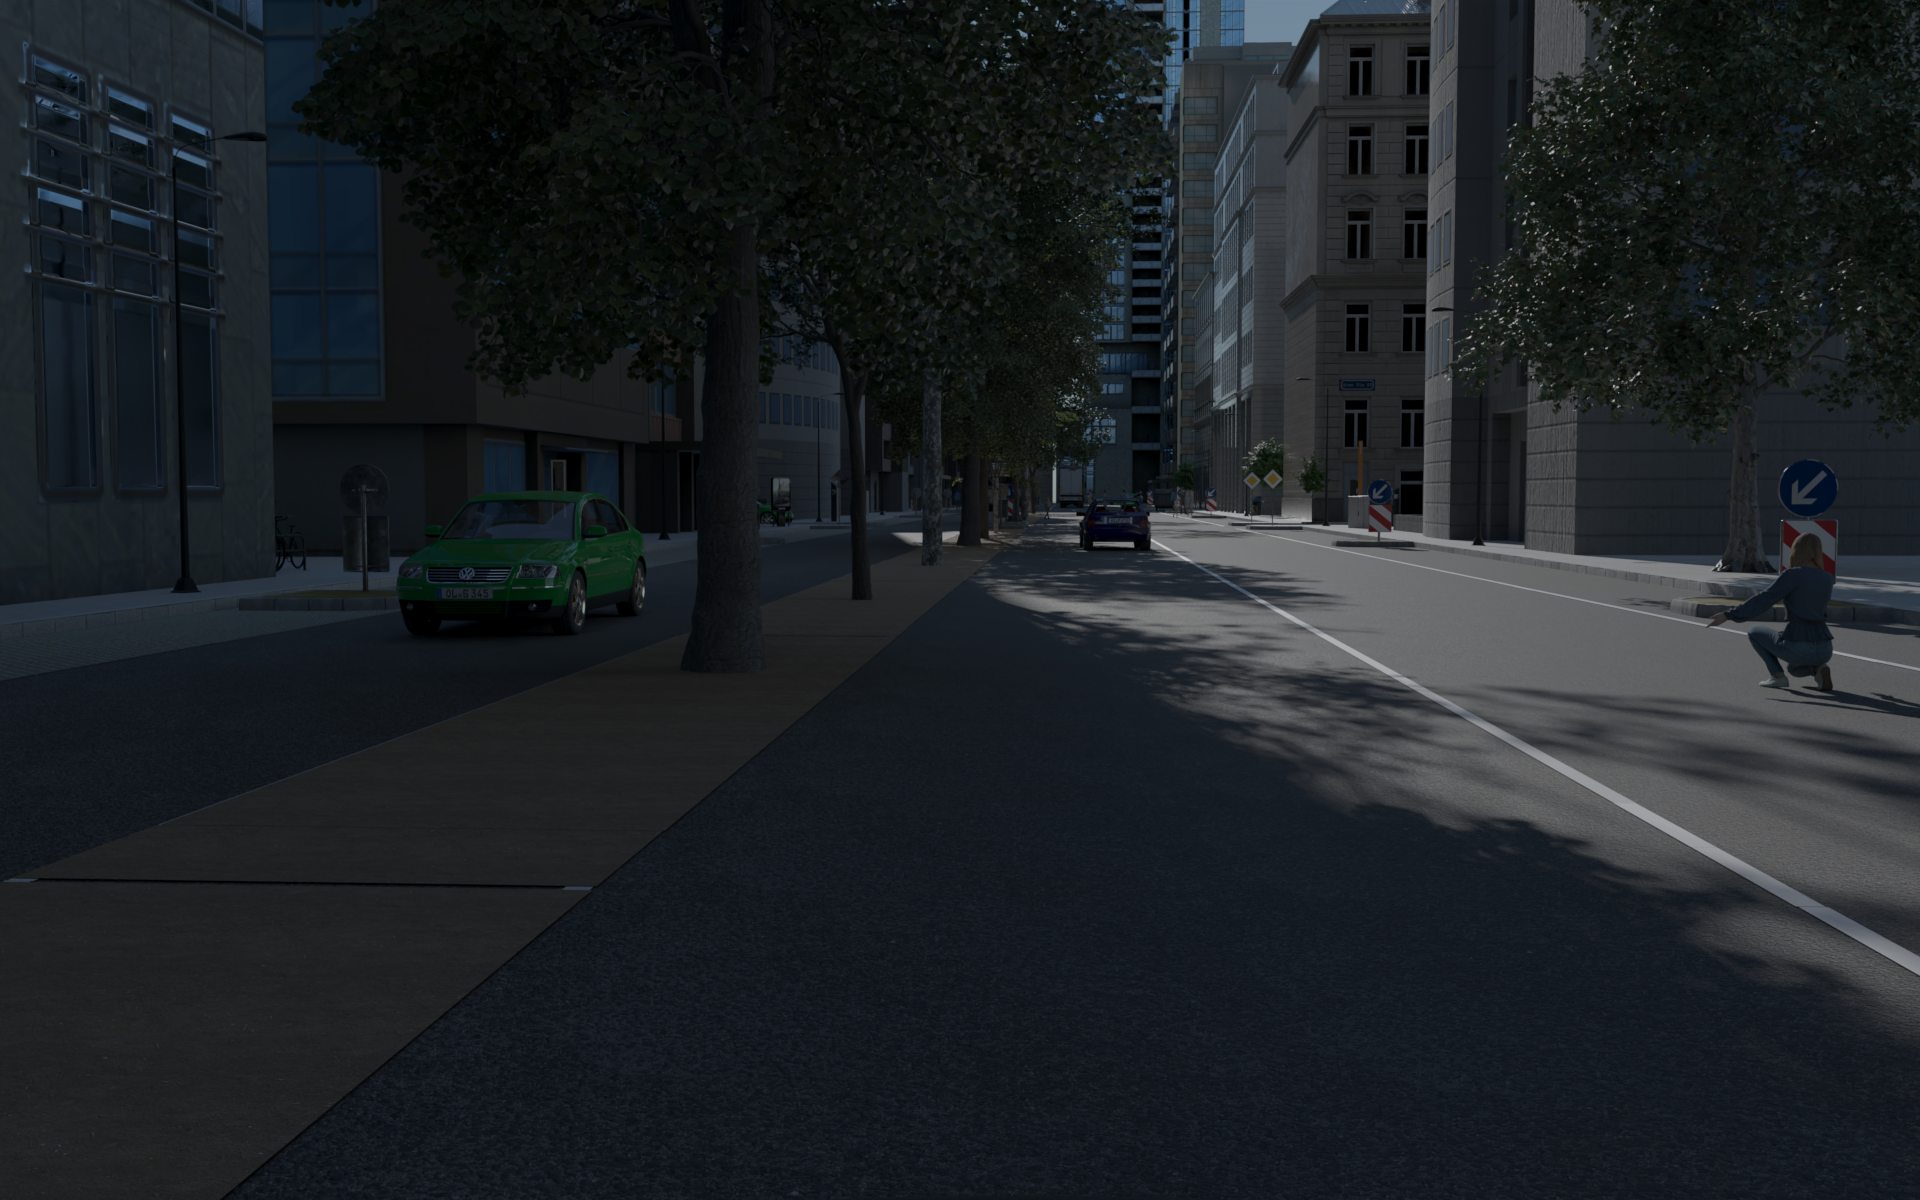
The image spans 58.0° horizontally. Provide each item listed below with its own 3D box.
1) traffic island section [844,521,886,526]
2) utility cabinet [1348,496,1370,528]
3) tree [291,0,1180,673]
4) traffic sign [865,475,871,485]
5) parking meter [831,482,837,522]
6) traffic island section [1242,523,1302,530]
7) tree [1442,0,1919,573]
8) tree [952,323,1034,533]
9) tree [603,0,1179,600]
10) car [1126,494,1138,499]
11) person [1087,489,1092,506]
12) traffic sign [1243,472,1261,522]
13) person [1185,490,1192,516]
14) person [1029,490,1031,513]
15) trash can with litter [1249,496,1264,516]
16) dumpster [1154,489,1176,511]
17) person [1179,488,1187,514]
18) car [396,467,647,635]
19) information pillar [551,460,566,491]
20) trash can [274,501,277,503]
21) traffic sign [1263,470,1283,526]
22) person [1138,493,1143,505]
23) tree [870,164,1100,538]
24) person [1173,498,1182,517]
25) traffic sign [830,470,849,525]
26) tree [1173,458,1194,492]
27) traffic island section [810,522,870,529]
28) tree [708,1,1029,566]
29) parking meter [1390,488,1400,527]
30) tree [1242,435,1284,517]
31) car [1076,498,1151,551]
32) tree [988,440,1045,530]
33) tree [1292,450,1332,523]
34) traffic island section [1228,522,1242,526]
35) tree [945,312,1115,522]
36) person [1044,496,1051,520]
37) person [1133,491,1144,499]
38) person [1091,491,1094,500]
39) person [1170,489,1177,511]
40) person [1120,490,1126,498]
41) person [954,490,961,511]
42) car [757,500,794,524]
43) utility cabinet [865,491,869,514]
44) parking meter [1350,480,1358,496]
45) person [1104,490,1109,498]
[{"bbox_3d":[-4.500,-3.495,79.425,2.009,0.180,2.903,0,4,4],"label":"traffic island section"},{"bbox_3d":[14.969,-3.294,65.021,0.306,1.237,1.020,-1,4,-21],"label":"utility cabinet"},{"bbox_3d":[-1.914,-6.400,13.759,9.857,13.997,8.962,0,3,0],"label":"tree"},{"bbox_3d":[-4.476,-4.631,79.362,0.795,2.450,0.064,0,4,4],"label":"traffic sign"},{"bbox_3d":[-5.884,-4.591,80.776,0.255,1.863,0.399,0,4,-7],"label":"parking meter"},{"bbox_3d":[12.706,-2.940,70.342,2.009,0.180,2.903,0,4,4],"label":"traffic island section"},{"bbox_3d":[12.827,-6.803,28.242,9.611,12.733,9.660,0,3,0],"label":"tree"},{"bbox_3d":[1.307,-6.742,63.052,4.360,8.622,3.978,0,3,0],"label":"tree"},{"bbox_3d":[-1.276,-5.292,23.395,8.767,10.594,7.601,0,4,4],"label":"tree"},{"bbox_3d":[16.142,-9.518,164.414,1.959,1.807,4.718,0,4,3],"label":"car"},{"bbox_3d":[9.739,-7.447,130.433,0.466,1.800,0.511,-1,4,-19],"label":"person"},{"bbox_3d":[13.183,-4.562,78.236,0.795,2.450,0.064,0,4,4],"label":"traffic sign"},{"bbox_3d":[14.846,-6.295,112.432,0.512,1.701,0.522,0,4,6],"label":"person"},{"bbox_3d":[5.249,-7.536,132.265,0.362,1.759,0.519,3,5,44],"label":"person"},{"bbox_3d":[17.423,-5.531,101.823,0.624,1.170,1.055,2,4,30],"label":"trash can with litter"},{"bbox_3d":[17.014,-8.279,143.574,1.865,1.857,1.264,0,4,3],"label":"dumpster"},{"bbox_3d":[15.777,-6.971,122.275,0.655,1.846,0.447,-1,4,-9],"label":"person"},{"bbox_3d":[-4.693,-0.626,19.031,1.959,1.807,4.718,0,4,2],"label":"car"},{"bbox_3d":[-8.641,-2.008,37.325,0.304,2.012,0.304,-1,4,-9],"label":"information pillar"},{"bbox_3d":[-13.924,-1.386,34.311,0.748,1.137,0.748,0,3,0],"label":"trash can"},{"bbox_3d":[12.682,-4.075,70.267,0.795,2.450,0.064,0,4,4],"label":"traffic sign"},{"bbox_3d":[15.642,-8.522,150.433,0.503,1.515,0.523,-1,4,-15],"label":"person"},{"bbox_3d":[0.666,-8.306,56.388,7.486,12.596,7.792,0,3,0],"label":"tree"},{"bbox_3d":[13.309,-5.663,106.097,0.505,1.210,0.382,0,4,-5],"label":"person"},{"bbox_3d":[-4.976,-4.144,71.393,0.795,2.450,0.064,0,4,4],"label":"traffic sign"},{"bbox_3d":[20.831,-10.598,156.991,4.285,4.588,4.351,0,3,0],"label":"tree"},{"bbox_3d":[-5.000,-3.008,71.456,2.009,0.180,2.903,0,4,4],"label":"traffic island section"},{"bbox_3d":[-1.715,-10.800,34.931,12.611,20.169,13.585,0,3,0],"label":"tree"},{"bbox_3d":[17.079,-3.650,68.092,0.372,1.533,0.369,0,3,0],"label":"parking meter"},{"bbox_3d":[17.361,-6.859,95.866,4.285,4.588,4.351,0,3,0],"label":"tree"},{"bbox_3d":[4.025,-1.998,45.254,1.945,1.354,3.894,0,4,2],"label":"car"},{"bbox_3d":[1.386,-7.026,67.696,4.737,8.622,4.395,0,3,0],"label":"tree"},{"bbox_3d":[15.638,-5.019,76.665,1.663,3.219,1.824,0,3,0],"label":"tree"},{"bbox_3d":[13.207,-3.427,78.312,2.009,0.180,2.903,0,4,4],"label":"traffic island section"},{"bbox_3d":[2.589,-9.947,82.102,9.611,12.733,9.660,0,3,0],"label":"tree"},{"bbox_3d":[4.956,-5.190,97.626,0.475,1.303,0.640,-3,5,-41],"label":"person"},{"bbox_3d":[16.628,-9.289,161.191,1.217,1.723,0.721,-1,4,-14],"label":"person"},{"bbox_3d":[15.750,-12.105,206.396,0.705,1.826,1.348,0,4,-5],"label":"person"},{"bbox_3d":[17.077,-7.919,137.996,0.620,1.820,0.660,3,5,42],"label":"person"},{"bbox_3d":[13.216,-8.029,140.049,0.678,1.792,0.850,3,5,42],"label":"person"},{"bbox_3d":[-0.190,-8.292,144.413,0.601,1.785,0.444,-1,4,-14],"label":"person"},{"bbox_3d":[-9.614,-4.073,75.382,4.718,1.807,1.959,0,4,3],"label":"car"},{"bbox_3d":[-6.278,-6.104,108.475,1.173,1.500,0.318,2,4,27],"label":"utility cabinet"},{"bbox_3d":[15.967,-3.934,70.026,0.399,1.863,0.255,-3,5,-42],"label":"parking meter"},{"bbox_3d":[12.487,-8.493,147.927,0.524,1.755,0.480,0,4,4],"label":"person"}]
